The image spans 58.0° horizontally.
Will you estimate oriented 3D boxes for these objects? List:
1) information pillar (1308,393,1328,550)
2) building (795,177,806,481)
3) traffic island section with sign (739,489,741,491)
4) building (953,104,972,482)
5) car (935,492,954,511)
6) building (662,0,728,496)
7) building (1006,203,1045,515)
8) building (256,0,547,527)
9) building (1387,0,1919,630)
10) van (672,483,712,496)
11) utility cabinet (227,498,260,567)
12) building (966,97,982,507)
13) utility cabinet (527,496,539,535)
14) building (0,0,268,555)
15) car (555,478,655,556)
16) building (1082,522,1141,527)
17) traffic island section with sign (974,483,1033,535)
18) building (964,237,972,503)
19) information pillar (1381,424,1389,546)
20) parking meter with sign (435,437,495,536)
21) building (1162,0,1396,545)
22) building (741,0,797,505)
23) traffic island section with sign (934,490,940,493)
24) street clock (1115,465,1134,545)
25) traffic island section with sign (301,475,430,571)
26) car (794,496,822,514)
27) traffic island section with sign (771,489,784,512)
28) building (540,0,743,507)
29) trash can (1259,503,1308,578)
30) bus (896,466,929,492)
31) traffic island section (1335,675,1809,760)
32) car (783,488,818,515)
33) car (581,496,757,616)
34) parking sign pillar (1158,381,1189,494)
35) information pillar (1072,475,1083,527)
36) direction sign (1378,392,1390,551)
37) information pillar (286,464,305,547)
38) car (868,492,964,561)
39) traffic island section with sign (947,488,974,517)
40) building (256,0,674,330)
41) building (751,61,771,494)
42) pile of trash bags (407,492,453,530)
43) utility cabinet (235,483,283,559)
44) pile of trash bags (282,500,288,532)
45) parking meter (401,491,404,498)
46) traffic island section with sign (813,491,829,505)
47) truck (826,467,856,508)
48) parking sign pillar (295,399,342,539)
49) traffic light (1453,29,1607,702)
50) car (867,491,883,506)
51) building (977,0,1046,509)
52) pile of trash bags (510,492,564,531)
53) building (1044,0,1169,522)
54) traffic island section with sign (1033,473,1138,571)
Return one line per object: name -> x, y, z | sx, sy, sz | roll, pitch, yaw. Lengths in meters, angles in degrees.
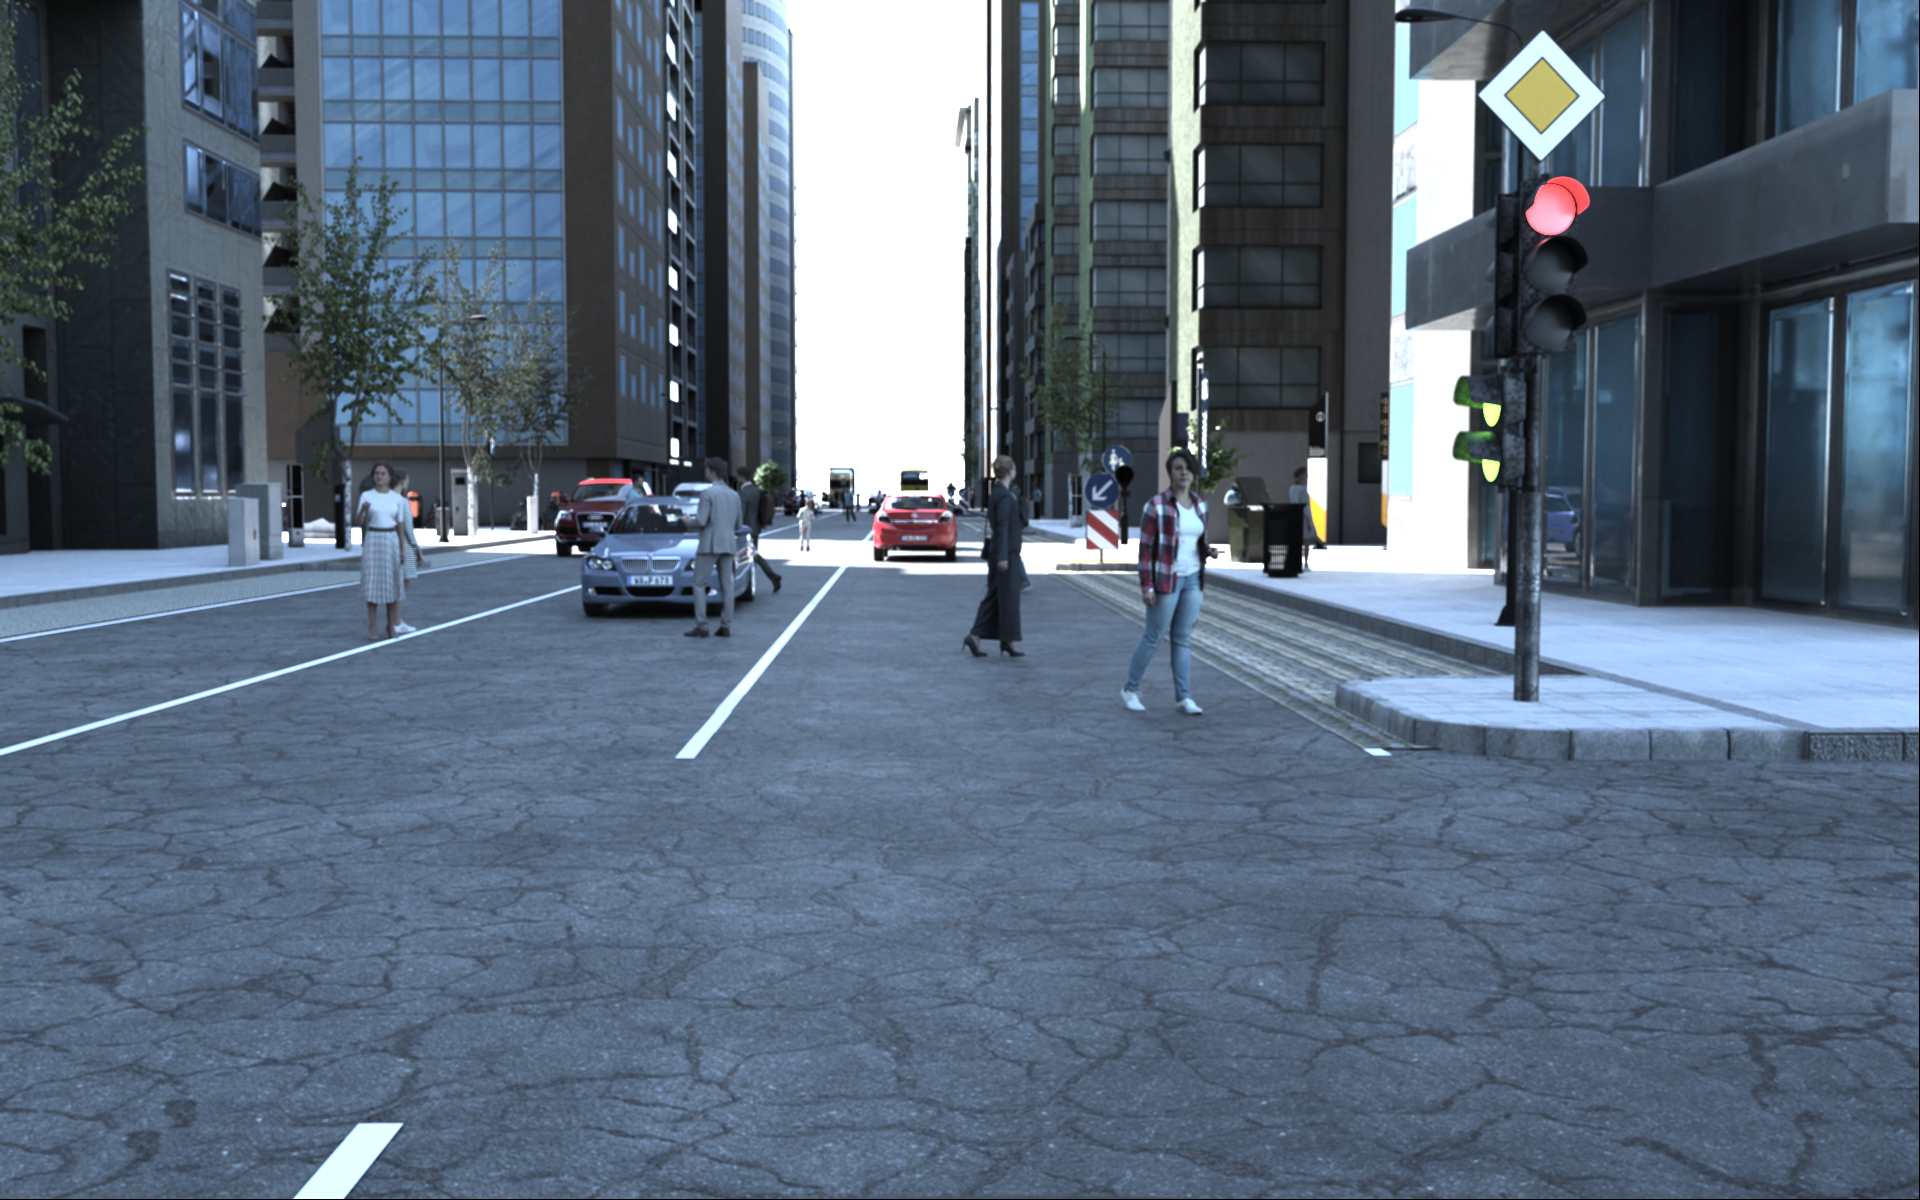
information pillar -> 8.309, -2.987, 40.188 | 0.183, 3.616, 0.504 | -3, 5, -43
building -> -32.693, -37.176, 227.437 | 23.786, 49.044, 30.456 | 0, 4, -2
traffic island section with sign -> -13.717, -6.212, 110.196 | 1.989, 1.847, 2.006 | 0, 4, -2
building -> 13.801, -39.250, 230.980 | 28.713, 52.752, 27.495 | 0, 4, -2
car -> -1.113, -2.197, 45.512 | 1.945, 1.707, 3.694 | 0, 4, -2
building -> -27.650, -41.954, 124.195 | 20.563, 71.187, 20.611 | 0, 4, -2
building -> 17.803, -16.701, 118.108 | 27.650, 21.520, 28.899 | 0, 4, -2
building -> -20.402, -25.844, 72.657 | 14.600, 45.320, 14.200 | 0, 4, -2
building -> 21.505, -24.692, 23.319 | 30.456, 49.044, 23.786 | 0, 4, -2
van -> -9.596, -3.388, 62.398 | 2.013, 2.044, 4.112 | 0, 4, -2
utility cabinet -> -12.829, -1.216, 31.041 | 0.306, 1.237, 1.020 | 0, 4, -8
building -> 8.178, -30.480, 181.942 | 14.154, 41.232, 14.086 | 0, 4, -2
utility cabinet -> -13.551, -2.678, 54.940 | 0.306, 1.237, 1.020 | -1, 4, -17
building -> -27.380, -43.784, 28.538 | 22.319, 86.520, 31.000 | 0, 4, -2
car -> -8.394, -2.016, 41.640 | 2.281, 1.827, 5.304 | 0, 4, -4
building -> 11.900, -23.819, 73.029 | 14.154, 41.232, 14.086 | 0, 4, -2
traffic island section with sign -> 1.609, -3.178, 60.586 | 1.989, 1.847, 2.006 | 0, 4, -2
building -> 7.389, -25.971, 196.322 | 14.160, 30.474, 14.107 | 0, 4, -2
information pillar -> 10.573, -3.123, 42.414 | 0.504, 3.616, 0.183 | -1, 4, -19
parking meter with sign -> -15.060, -3.449, 52.654 | 1.738, 3.016, 0.543 | 0, 4, 0
building -> 12.802, -17.024, 50.043 | 14.160, 30.474, 14.107 | 0, 4, -2
building -> -30.093, -40.089, 197.449 | 21.231, 58.520, 28.212 | 0, 4, -2
traffic island section with sign -> -0.821, -7.795, 136.083 | 1.989, 1.847, 2.006 | 0, 4, -2
street clock -> 4.148, -2.391, 43.660 | 0.471, 2.002, 0.358 | 1, 4, 11
traffic island section with sign -> -11.226, -1.489, 32.977 | 1.989, 1.847, 2.006 | 0, 4, -2
car -> -11.238, -7.086, 128.219 | 2.083, 1.381, 4.827 | 0, 3, 0
traffic island section with sign -> -14.588, -7.868, 137.272 | 1.989, 1.847, 2.006 | 0, 4, -2
building -> -25.432, -30.164, 143.290 | 14.600, 45.320, 14.200 | 0, 4, -2
trash can -> 4.991, -0.922, 26.734 | 0.748, 1.137, 0.748 | 0, 3, 0
bus -> -4.174, -9.934, 153.971 | 2.896, 3.916, 12.252 | 0, 4, -3
traffic island section -> 3.541, 0.704, 10.766 | 2.009, 0.180, 2.903 | 0, 4, -2
car -> -10.801, -6.668, 117.691 | 2.281, 1.827, 5.304 | 0, 4, -1
car -> -3.592, -0.607, 21.930 | 2.014, 1.417, 4.499 | 0, 4, -1
parking sign pillar -> 5.145, -3.266, 41.874 | 1.447, 3.967, 1.447 | 0, 4, -6
information pillar -> 4.529, -3.820, 66.957 | 0.304, 2.012, 0.304 | -2, 4, -29
direction sign -> 9.638, -2.867, 38.873 | 0.876, 3.537, 0.379 | -3, 5, -44
information pillar -> -16.065, -2.286, 41.863 | 0.304, 2.012, 0.304 | -3, 4, -39
car -> -0.984, -1.802, 38.506 | 2.155, 1.783, 4.494 | 0, 4, -1
traffic island section with sign -> 0.063, -6.113, 108.576 | 1.989, 1.847, 2.006 | 0, 4, -2
building -> -28.572, -29.342, 99.343 | 23.786, 49.044, 30.456 | 0, 4, -2
building -> -26.815, -32.204, 176.651 | 14.600, 45.320, 14.200 | 0, 4, -2
pile of trash bags -> -19.866, -3.316, 63.965 | 1.912, 1.369, 3.447 | 0, 4, -7
utility cabinet -> -13.794, -1.552, 34.059 | 1.173, 1.500, 0.318 | 3, 4, 38
pile of trash bags -> -22.878, -3.008, 58.939 | 3.447, 1.369, 1.912 | 0, 4, -5
parking meter -> -16.552, -2.602, 50.959 | 0.372, 1.533, 0.369 | 0, 3, 0
traffic island section with sign -> -17.234, -12.909, 219.694 | 1.989, 1.847, 2.006 | 0, 4, -2
truck -> -12.398, -11.803, 181.891 | 2.839, 4.237, 11.283 | 0, 4, -1
parking sign pillar -> -18.356, -3.739, 49.597 | 1.447, 3.967, 1.447 | 1, 4, 22
traffic light -> 3.500, -1.329, 10.651 | 0.839, 4.253, 0.868 | 0, 4, -2
car -> -10.358, -12.605, 214.766 | 2.281, 1.827, 5.304 | 0, 4, -1
building -> 8.893, -30.792, 153.559 | 14.600, 45.320, 14.200 | 0, 4, -2
pile of trash bags -> -14.619, -3.142, 61.122 | 1.912, 1.369, 3.447 | 0, 4, 2
building -> 11.580, -25.188, 95.418 | 14.154, 41.232, 14.086 | 0, 4, -2
traffic island section with sign -> 2.502, -1.481, 32.840 | 1.989, 1.847, 2.006 | 0, 4, -2
